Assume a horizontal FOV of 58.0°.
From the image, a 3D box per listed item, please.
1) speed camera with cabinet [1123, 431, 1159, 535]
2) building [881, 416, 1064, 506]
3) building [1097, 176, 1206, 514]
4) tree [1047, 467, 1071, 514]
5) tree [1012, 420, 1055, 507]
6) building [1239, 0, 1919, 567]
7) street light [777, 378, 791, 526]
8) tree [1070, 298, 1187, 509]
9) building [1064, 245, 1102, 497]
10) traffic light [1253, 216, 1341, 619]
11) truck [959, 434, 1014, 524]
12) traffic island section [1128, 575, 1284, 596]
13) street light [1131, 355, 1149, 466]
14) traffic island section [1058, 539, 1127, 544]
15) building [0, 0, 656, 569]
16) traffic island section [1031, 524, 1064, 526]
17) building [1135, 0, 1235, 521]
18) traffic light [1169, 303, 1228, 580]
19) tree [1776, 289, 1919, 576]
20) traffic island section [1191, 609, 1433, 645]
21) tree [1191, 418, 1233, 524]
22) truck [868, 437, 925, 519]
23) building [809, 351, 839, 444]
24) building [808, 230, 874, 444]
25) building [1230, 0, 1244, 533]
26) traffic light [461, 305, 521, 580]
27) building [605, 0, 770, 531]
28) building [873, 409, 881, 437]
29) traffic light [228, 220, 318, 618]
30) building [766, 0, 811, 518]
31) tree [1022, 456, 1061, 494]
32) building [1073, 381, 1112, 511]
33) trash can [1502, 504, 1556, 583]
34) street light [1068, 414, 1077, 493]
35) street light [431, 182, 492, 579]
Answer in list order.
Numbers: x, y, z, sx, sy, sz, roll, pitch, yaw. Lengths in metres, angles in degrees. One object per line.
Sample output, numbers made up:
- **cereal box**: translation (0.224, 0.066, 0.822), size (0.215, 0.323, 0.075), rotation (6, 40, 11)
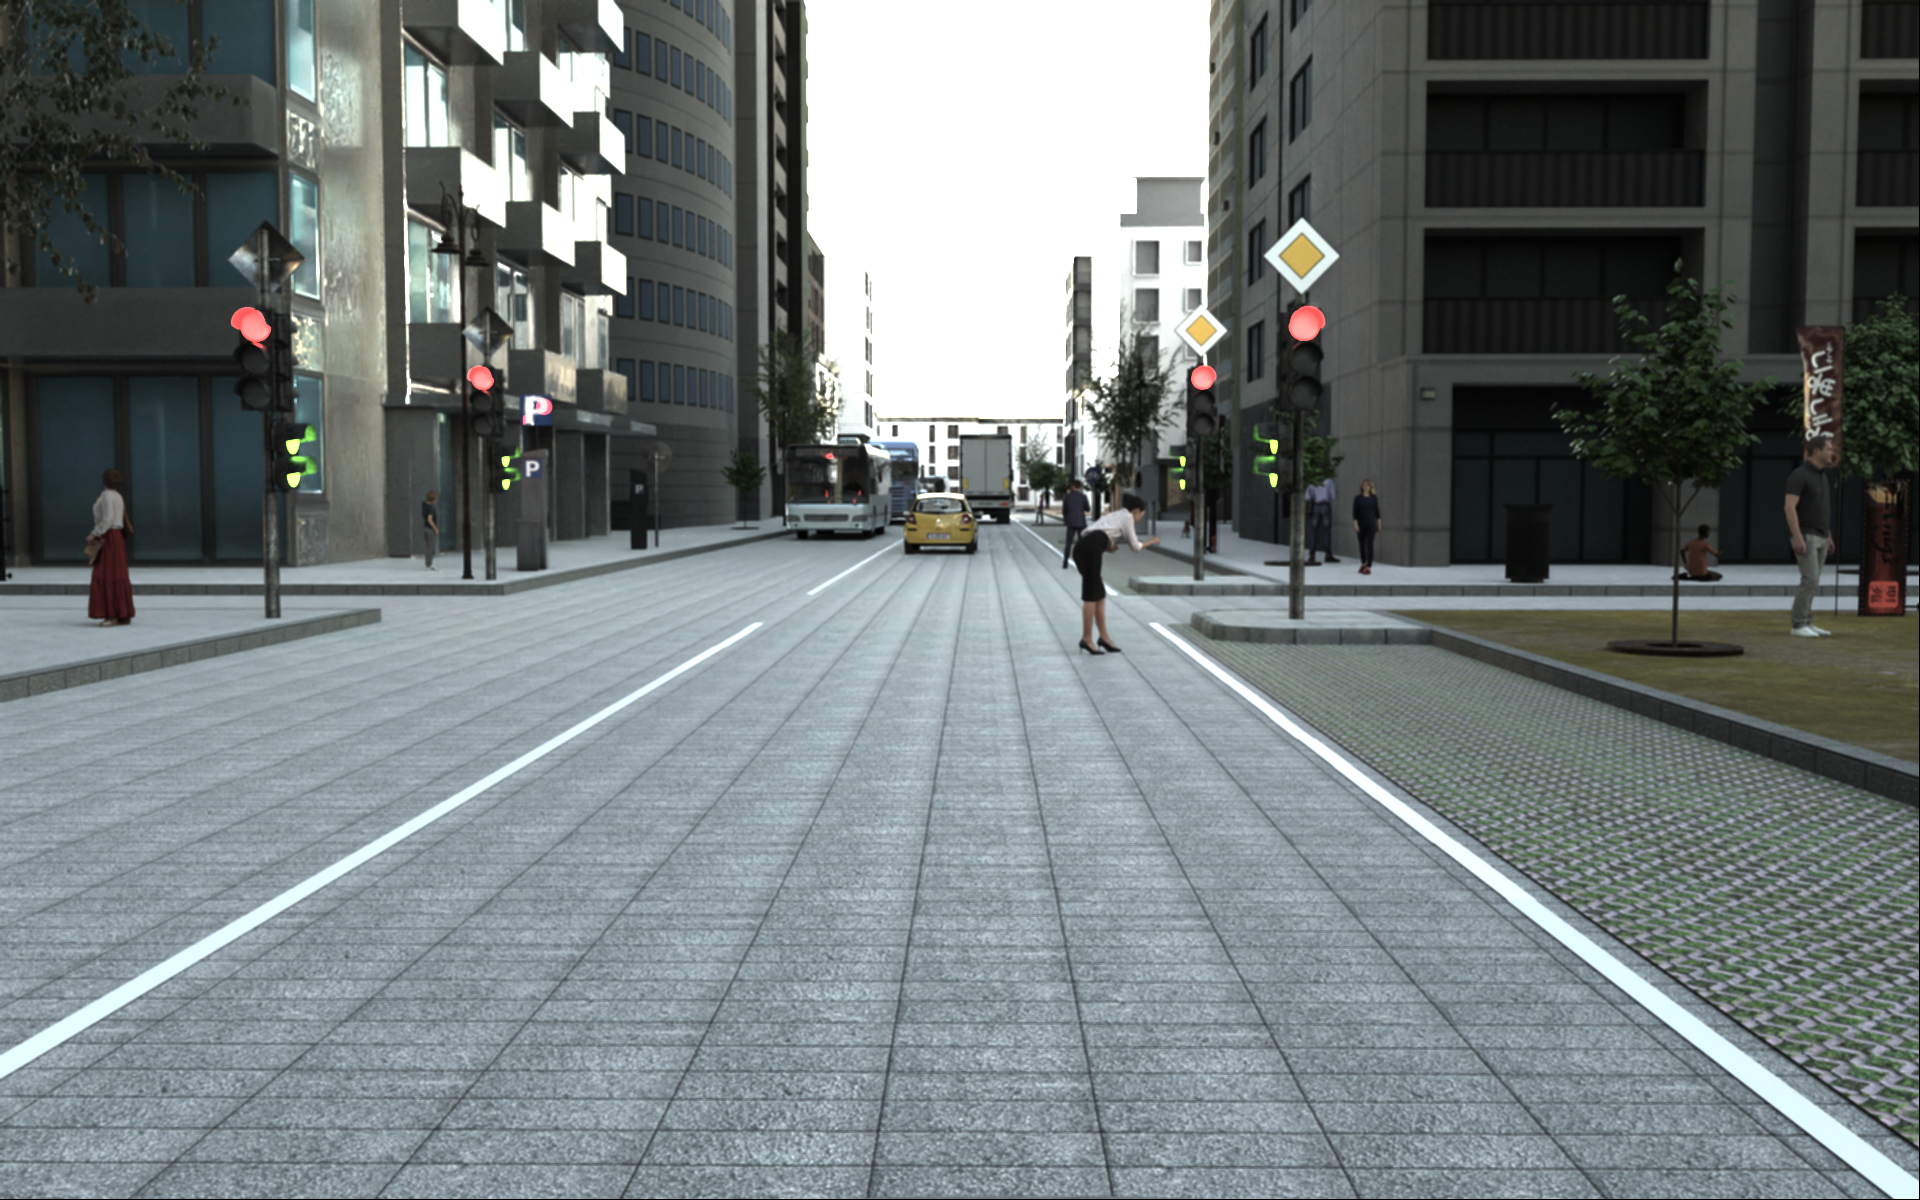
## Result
- **speed camera with cabinet**: translation (5.721, -3.706, 54.934), size (0.660, 3.252, 2.038), rotation (-1, 4, -12)
- **building**: translation (2.005, -15.241, 191.341), size (28.070, 9.664, 9.099), rotation (0, 4, 1)
- **building**: translation (16.817, -15.434, 108.772), size (16.016, 20.091, 11.380), rotation (0, 4, 1)
- **tree**: translation (6.853, -7.317, 114.239), size (1.663, 3.219, 1.824), rotation (0, 3, 0)
- **tree**: translation (7.209, -13.478, 170.732), size (4.360, 8.622, 3.978), rotation (0, 3, 0)
- **building**: translation (18.241, -36.705, 38.379), size (20.611, 71.187, 20.563), rotation (0, 4, 1)
- **street light**: translation (-6.985, -5.875, 68.847), size (0.468, 5.910, 1.993), rotation (0, 4, 1)
- **tree**: translation (6.442, -7.076, 66.060), size (4.360, 8.622, 3.978), rotation (0, 3, 0)
- **building**: translation (23.391, -19.246, 158.640), size (27.936, 21.610, 32.646), rotation (0, 4, 1)
- **traffic light**: translation (3.443, -1.760, 17.704), size (0.839, 4.253, 0.868), rotation (0, 4, 1)
- **truck**: translation (1.310, -5.979, 86.662), size (2.839, 4.237, 11.283), rotation (0, 4, 1)
- **traffic island section**: translation (3.579, -0.215, 25.802), size (2.009, 0.180, 2.903), rotation (0, 4, 1)
- **street light**: translation (5.999, -5.202, 57.839), size (0.468, 5.910, 1.993), rotation (0, 4, 1)
- **traffic island section**: translation (3.867, -1.689, 50.484), size (1.991, 0.108, 1.994), rotation (0, 4, 1)
- **building**: translation (-20.936, -25.803, 41.493), size (23.786, 49.044, 30.456), rotation (0, 4, 1)
- **traffic island section**: translation (4.196, -3.351, 77.651), size (1.991, 0.108, 1.994), rotation (0, 4, 1)
- **building**: translation (25.608, -24.240, 88.199), size (32.217, 40.220, 23.993), rotation (0, 4, 1)
- **traffic light**: translation (3.539, -2.249, 25.688), size (0.839, 4.253, 0.868), rotation (0, 4, 1)
- **tree**: translation (14.907, -2.703, 27.909), size (4.285, 4.588, 4.351), rotation (0, 3, 0)
- **traffic island section**: translation (3.483, 0.273, 17.817), size (2.009, 0.180, 2.903), rotation (0, 4, 1)
- **tree**: translation (11.443, -5.595, 75.187), size (4.285, 4.588, 4.351), rotation (0, 3, 0)
- **truck**: translation (-3.193, -5.971, 87.380), size (2.967, 4.110, 18.799), rotation (0, 4, -1)
- **building**: translation (-12.649, -10.629, 115.926), size (9.099, 9.664, 28.070), rotation (0, 4, 1)
- **building**: translation (-22.128, -18.485, 146.204), size (27.936, 21.610, 32.646), rotation (0, 4, 1)
- **building**: translation (16.345, -22.998, 59.613), size (14.154, 41.232, 14.086), rotation (0, 4, 1)
- **traffic light**: translation (-7.002, -2.255, 25.798), size (0.839, 4.253, 0.868), rotation (0, 4, 1)
- **building**: translation (-20.200, -32.371, 71.257), size (21.231, 58.520, 28.212), rotation (0, 4, 1)
- **building**: translation (-22.317, -14.013, 171.258), size (28.070, 9.664, 9.099), rotation (0, 4, 1)
- **traffic light**: translation (-7.097, -1.767, 17.813), size (0.839, 4.253, 0.868), rotation (0, 4, 1)
- **building**: translation (-15.803, -19.699, 93.787), size (14.160, 30.474, 14.107), rotation (0, 4, 1)
- **tree**: translation (6.962, -10.025, 147.618), size (4.285, 4.588, 4.351), rotation (0, 3, 0)
- **building**: translation (13.722, -11.417, 128.818), size (9.099, 9.664, 28.070), rotation (0, 4, 1)
- **trash can**: translation (8.226, -0.822, 25.091), size (0.748, 1.137, 0.748), rotation (0, 3, 0)
- **street light**: translation (6.498, -7.803, 100.363), size (0.468, 5.910, 1.993), rotation (0, 4, 1)
- **street light**: translation (-7.455, -3.257, 26.047), size (0.468, 5.910, 1.993), rotation (0, 4, 1)
